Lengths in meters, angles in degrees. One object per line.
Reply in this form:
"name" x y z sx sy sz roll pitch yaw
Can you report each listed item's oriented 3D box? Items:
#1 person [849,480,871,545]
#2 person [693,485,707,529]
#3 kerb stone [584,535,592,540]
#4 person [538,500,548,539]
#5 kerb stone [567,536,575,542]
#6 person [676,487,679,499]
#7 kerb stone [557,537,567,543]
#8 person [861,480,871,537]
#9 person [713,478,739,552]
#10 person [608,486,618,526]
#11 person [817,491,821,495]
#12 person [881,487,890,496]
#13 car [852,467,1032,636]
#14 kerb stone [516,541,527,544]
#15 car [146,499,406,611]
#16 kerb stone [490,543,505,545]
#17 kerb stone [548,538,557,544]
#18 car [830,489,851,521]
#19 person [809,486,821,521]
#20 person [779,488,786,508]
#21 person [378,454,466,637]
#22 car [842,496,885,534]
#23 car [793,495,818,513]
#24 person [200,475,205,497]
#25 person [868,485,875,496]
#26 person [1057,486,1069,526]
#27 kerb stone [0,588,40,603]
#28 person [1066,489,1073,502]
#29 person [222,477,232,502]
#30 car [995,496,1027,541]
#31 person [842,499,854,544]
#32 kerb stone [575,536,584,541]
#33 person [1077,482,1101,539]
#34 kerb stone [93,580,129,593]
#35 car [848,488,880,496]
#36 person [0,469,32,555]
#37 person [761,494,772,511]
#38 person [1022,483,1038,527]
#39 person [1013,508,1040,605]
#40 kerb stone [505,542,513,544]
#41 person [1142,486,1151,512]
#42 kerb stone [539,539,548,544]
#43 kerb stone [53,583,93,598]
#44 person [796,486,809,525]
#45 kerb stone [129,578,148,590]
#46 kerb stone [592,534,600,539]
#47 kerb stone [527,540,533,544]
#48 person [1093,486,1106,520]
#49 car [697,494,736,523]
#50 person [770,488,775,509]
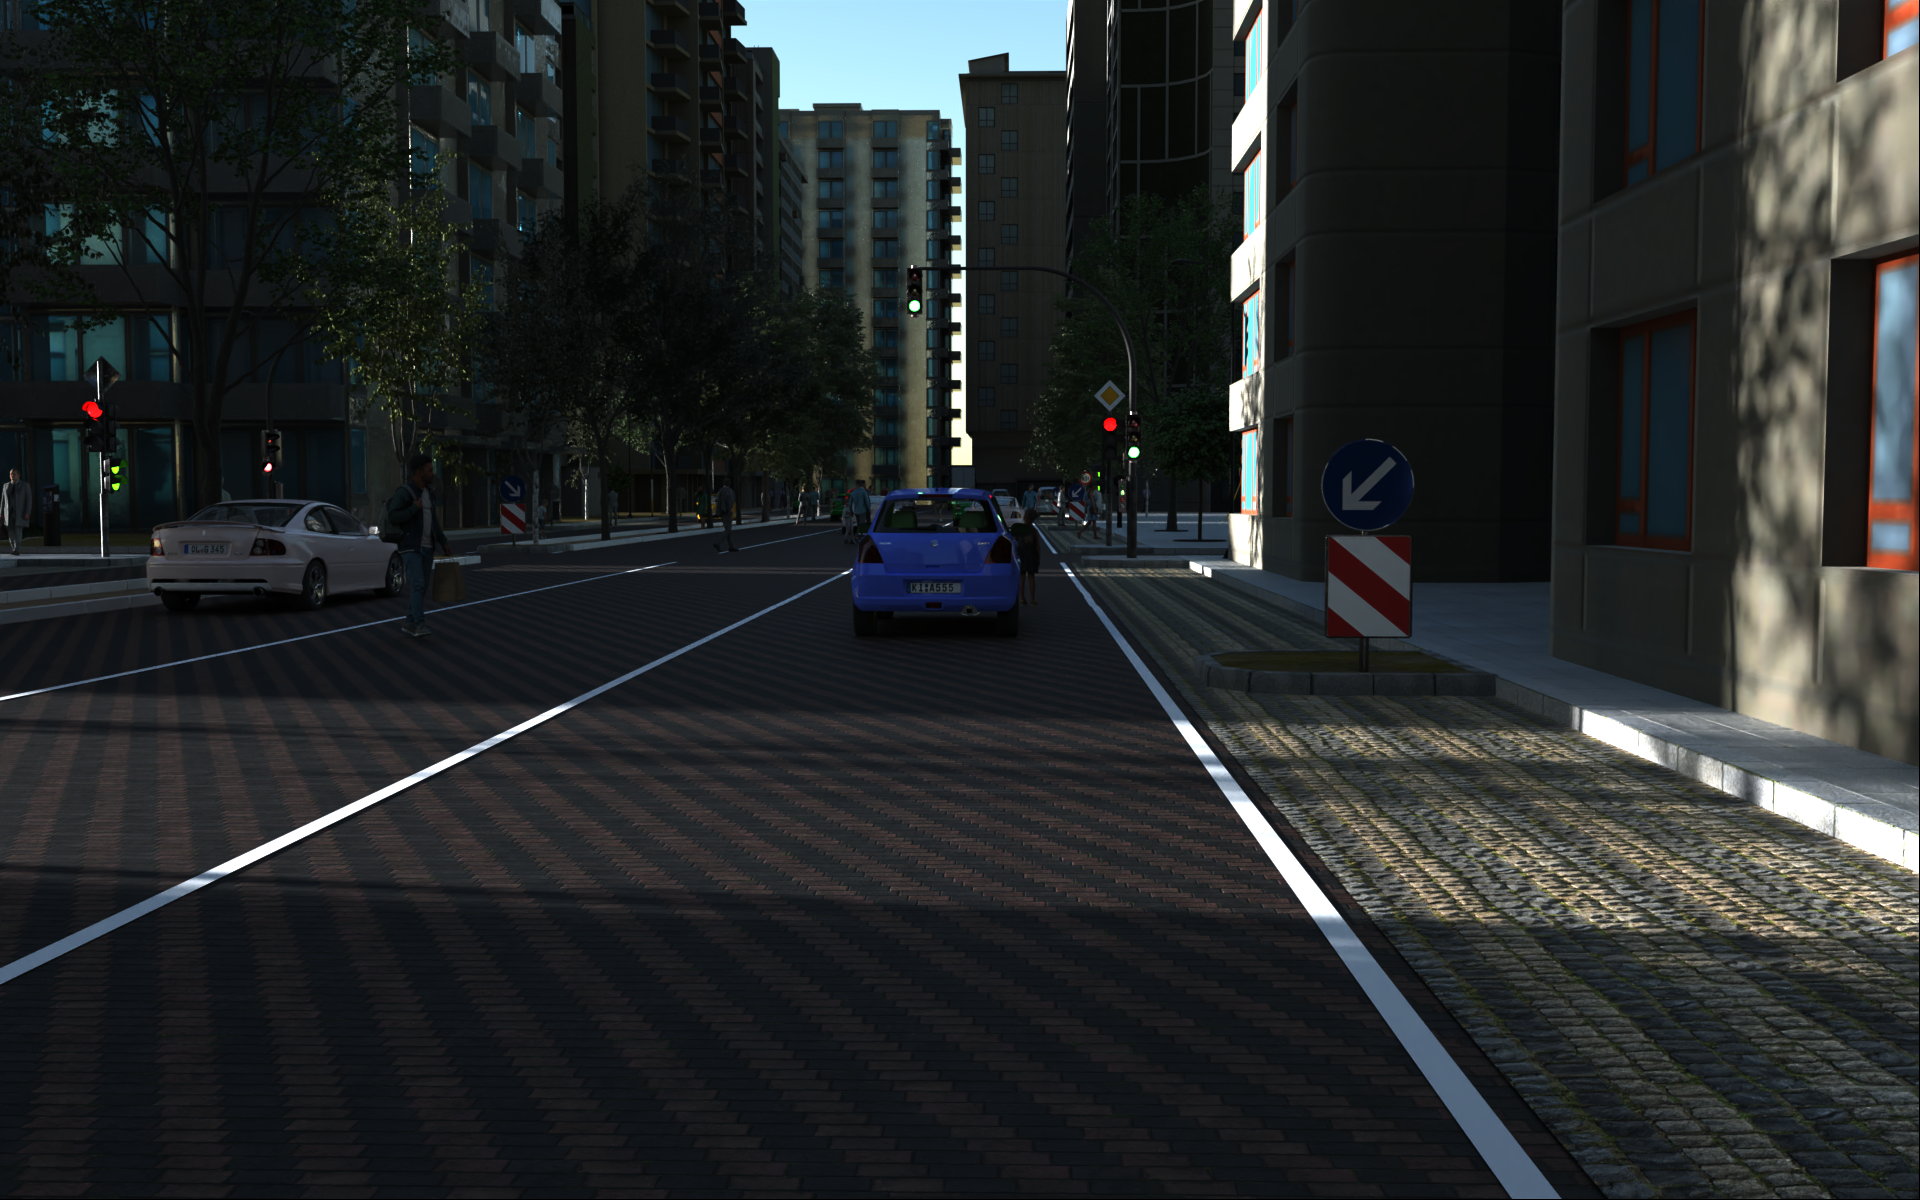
"person" -2.873 -2.464 48.654 0.638 1.841 0.748 2 4 35
"person" -10.425 -3.749 70.048 0.600 1.795 0.529 2 4 25
"kerb stone" -11.628 -1.910 53.486 0.120 0.150 1.000 0 4 2
"person" -13.390 -2.592 55.558 0.352 1.250 0.332 -1 4 -20
"kerb stone" -11.683 -1.788 51.436 0.120 0.150 1.000 0 4 2
"person" -18.704 -6.612 114.256 0.850 1.850 0.679 1 4 23
"kerb stone" -11.716 -1.726 50.414 0.120 0.150 1.000 0 4 2
"person" -3.173 -3.058 57.855 0.648 1.900 0.474 2 4 32
"person" -5.778 -2.096 42.873 0.850 1.850 0.679 -3 5 -44
"person" -15.664 -4.237 77.956 0.466 1.800 0.511 3 5 44
"person" -15.602 -11.237 190.432 0.551 1.740 0.621 0 4 -1
"person" -4.136 -5.383 96.480 0.580 1.828 0.573 0 4 -1
"car" -0.192 -0.560 18.752 1.945 1.707 3.694 0 4 2
"kerb stone" -11.835 -1.475 46.312 0.120 0.150 1.000 0 4 2
"car" -8.783 -0.628 22.625 2.083 1.381 4.827 0 4 1
"kerb stone" -11.898 -1.349 44.259 0.120 0.150 1.000 0 4 2
"kerb stone" -11.743 -1.661 49.392 0.120 0.150 1.000 0 4 2
"car" -5.876 -5.084 91.925 1.959 1.807 4.718 0 4 0
"person" -7.739 -5.084 91.487 0.638 1.841 0.748 2 4 28
"person" -15.806 -9.067 154.151 0.709 1.838 0.599 0 4 -6
"person" -5.324 -0.532 17.182 0.713 1.824 0.794 3 4 38
"car" -3.242 -3.115 63.292 2.083 1.381 4.827 0 4 2
"car" -11.823 -7.626 133.473 1.959 1.807 4.718 0 4 2
"person" -21.834 -2.737 50.595 0.655 1.846 0.447 -1 4 -14
"person" -3.819 -4.042 74.693 0.767 1.812 0.694 2 4 27
"person" 4.610 -4.179 77.032 0.583 1.804 0.606 0 4 0
"kerb stone" -12.519 -0.061 23.191 0.120 0.150 1.000 0 4 2
"person" 8.333 -7.497 129.448 1.217 1.723 0.721 -3 5 -44
"person" -13.351 -1.369 31.377 0.515 1.767 0.782 1 4 13
"car" 1.138 -2.558 54.179 2.083 1.381 4.827 0 4 3
"person" -3.157 -2.246 49.508 0.394 1.301 0.425 1 4 17
"kerb stone" -11.655 -1.848 52.458 0.120 0.150 1.000 0 4 2
"person" 4.125 -2.826 54.801 0.778 1.811 0.616 -1 4 -10
"kerb stone" -12.459 -0.183 25.242 0.120 0.150 1.000 0 4 2
"car" -6.212 -6.177 109.660 2.281 1.827 5.304 0 4 1
"person" -19.810 -1.841 36.253 0.694 1.812 0.767 0 4 -4
"person" -12.074 -6.098 108.306 0.694 1.812 0.767 2 4 24
"person" 2.756 -3.587 67.009 0.638 1.841 0.748 2 4 33
"person" 0.856 -0.562 22.361 0.362 1.253 0.373 1 4 10
"kerb stone" -11.868 -1.412 45.290 0.120 0.150 1.000 0 4 2
"person" 12.913 -7.011 120.544 0.709 1.838 0.599 1 4 23
"kerb stone" -11.768 -1.599 48.370 0.120 0.150 1.000 0 4 2
"kerb stone" -12.483 -0.123 24.212 0.120 0.150 1.000 0 4 2
"person" -7.279 -4.359 80.040 0.520 1.790 0.573 -3 4 -36
"kerb stone" -12.421 -0.246 26.266 0.120 0.150 1.000 0 4 2
"kerb stone" -11.592 -1.976 54.507 0.120 0.150 1.000 0 4 2
"kerb stone" -11.816 -1.538 47.349 0.120 0.150 1.000 0 4 2
"person" 6.731 -4.781 84.563 0.694 1.780 0.624 -2 4 -24
"car" -12.192 -4.717 87.353 2.015 1.641 3.980 0 4 0
"person" -16.309 -8.890 151.265 0.599 1.838 0.709 0 4 5
